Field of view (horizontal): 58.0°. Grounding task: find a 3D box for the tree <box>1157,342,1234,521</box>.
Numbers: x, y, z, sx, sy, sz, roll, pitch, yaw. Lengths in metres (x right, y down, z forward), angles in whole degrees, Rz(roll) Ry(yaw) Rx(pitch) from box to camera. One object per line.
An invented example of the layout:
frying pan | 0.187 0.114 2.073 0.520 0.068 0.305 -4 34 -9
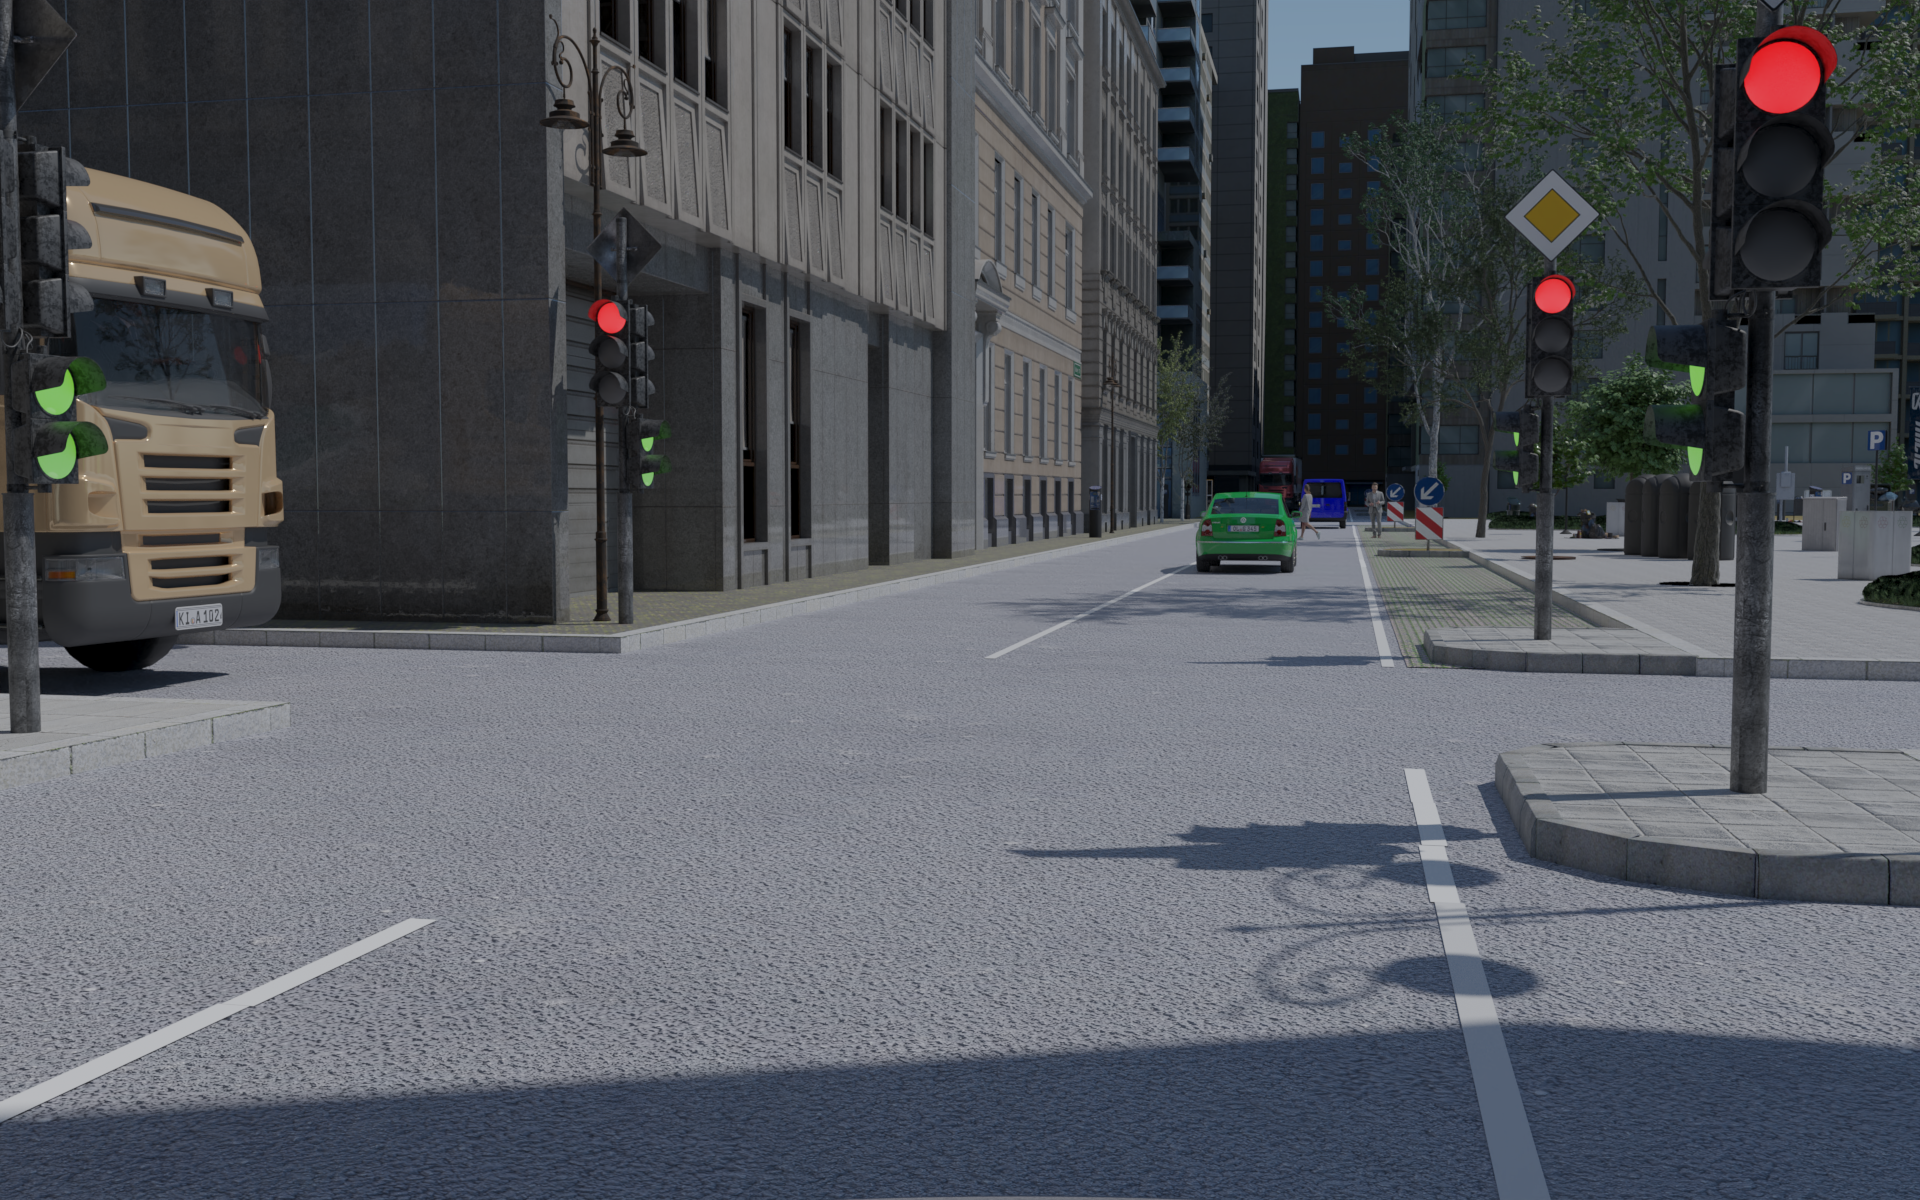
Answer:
tree | 11.008 -8.151 83.636 4.360 8.622 3.978 0 3 0

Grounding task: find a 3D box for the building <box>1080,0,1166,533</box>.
building | 1.951 -13.246 65.726 9.793 20.994 18.267 1 4 12

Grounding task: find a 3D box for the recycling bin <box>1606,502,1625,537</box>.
recycling bin | 20.047 -2.444 52.514 0.722 1.027 0.722 2 4 32

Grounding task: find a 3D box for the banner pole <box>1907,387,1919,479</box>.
banner pole | 19.849 -2.785 35.557 0.863 3.779 0.401 0 4 -1

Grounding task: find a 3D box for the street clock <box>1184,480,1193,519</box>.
street clock | 11.510 -5.077 87.587 0.471 2.002 0.358 -2 4 -34

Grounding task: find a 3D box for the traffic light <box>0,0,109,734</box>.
traffic light | -5.023 -1.241 9.216 0.839 4.253 0.868 1 4 12

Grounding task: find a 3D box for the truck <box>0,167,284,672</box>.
truck | -10.398 -1.525 13.853 11.283 4.237 2.839 1 4 14

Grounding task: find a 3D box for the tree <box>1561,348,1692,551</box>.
tree | 15.289 -3.389 39.119 4.285 4.588 4.351 0 3 0

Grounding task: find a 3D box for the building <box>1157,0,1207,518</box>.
building | 4.646 -48.540 106.294 22.319 86.520 31.000 1 4 12

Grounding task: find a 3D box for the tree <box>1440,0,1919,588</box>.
tree | 10.400 -5.989 23.670 9.928 11.665 9.643 0 3 0

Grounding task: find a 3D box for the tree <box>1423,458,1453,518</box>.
tree | 25.604 -5.989 92.525 1.663 3.219 1.824 0 3 0

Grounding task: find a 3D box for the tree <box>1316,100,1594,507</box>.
tree | 23.128 -13.795 81.445 12.611 20.169 13.585 0 3 0

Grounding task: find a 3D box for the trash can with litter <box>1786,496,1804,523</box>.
trash can with litter | 37.894 -4.064 77.507 1.678 1.210 2.233 -2 4 -35

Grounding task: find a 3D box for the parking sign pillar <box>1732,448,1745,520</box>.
parking sign pillar | 27.363 -4.462 61.426 1.447 3.967 1.447 -1 4 -23

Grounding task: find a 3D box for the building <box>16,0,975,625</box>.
building | -7.704 -12.796 27.244 12.078 24.808 19.932 1 4 12

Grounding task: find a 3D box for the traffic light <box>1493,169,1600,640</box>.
traffic light | 5.121 -1.605 15.164 0.839 4.253 0.868 1 4 12

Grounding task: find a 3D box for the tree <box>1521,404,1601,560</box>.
tree | 11.476 -2.410 33.999 1.663 3.219 1.824 0 3 0

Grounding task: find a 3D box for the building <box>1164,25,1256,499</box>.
building | 6.719 -27.124 135.361 32.217 40.220 23.993 1 4 12

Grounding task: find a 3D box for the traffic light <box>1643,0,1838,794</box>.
traffic light | 3.387 -1.128 7.369 0.839 4.253 0.868 1 4 12

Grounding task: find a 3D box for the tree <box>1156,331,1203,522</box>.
tree | 8.969 -7.821 78.240 4.737 8.622 4.395 0 3 0

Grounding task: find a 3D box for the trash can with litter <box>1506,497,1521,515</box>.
trash can with litter | 22.882 -3.658 71.203 0.624 1.170 1.055 0 4 -4

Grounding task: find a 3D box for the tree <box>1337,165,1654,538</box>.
tree | 15.243 -7.077 50.127 8.767 10.594 7.601 0 4 0

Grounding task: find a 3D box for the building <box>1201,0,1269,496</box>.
building | 16.787 -43.871 155.535 20.611 71.187 20.563 1 4 12

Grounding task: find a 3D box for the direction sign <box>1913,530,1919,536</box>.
direction sign | 29.251 -3.709 52.632 0.379 3.537 0.876 0 4 -7

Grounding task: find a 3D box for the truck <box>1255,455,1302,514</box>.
truck | 23.233 -8.362 125.639 2.839 4.237 11.283 1 4 14

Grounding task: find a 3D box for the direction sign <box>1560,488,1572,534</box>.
direction sign | 19.424 -3.879 55.422 0.379 3.537 0.876 1 4 21

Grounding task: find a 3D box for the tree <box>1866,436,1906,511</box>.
tree | 31.009 -3.836 57.322 1.663 3.219 1.824 0 3 0

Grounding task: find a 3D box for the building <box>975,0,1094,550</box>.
building | -4.196 -15.958 46.821 13.634 28.700 20.117 1 4 12

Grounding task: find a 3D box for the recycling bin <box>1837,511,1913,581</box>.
recycling bin | 13.702 -0.819 25.948 0.722 1.027 0.722 -1 4 -13

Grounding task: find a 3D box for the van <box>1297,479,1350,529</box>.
van | 15.405 -4.221 73.395 2.240 2.365 5.245 1 4 12

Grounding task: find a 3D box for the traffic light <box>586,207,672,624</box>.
traffic light | -3.289 -1.718 17.011 0.839 4.253 0.868 1 4 12
